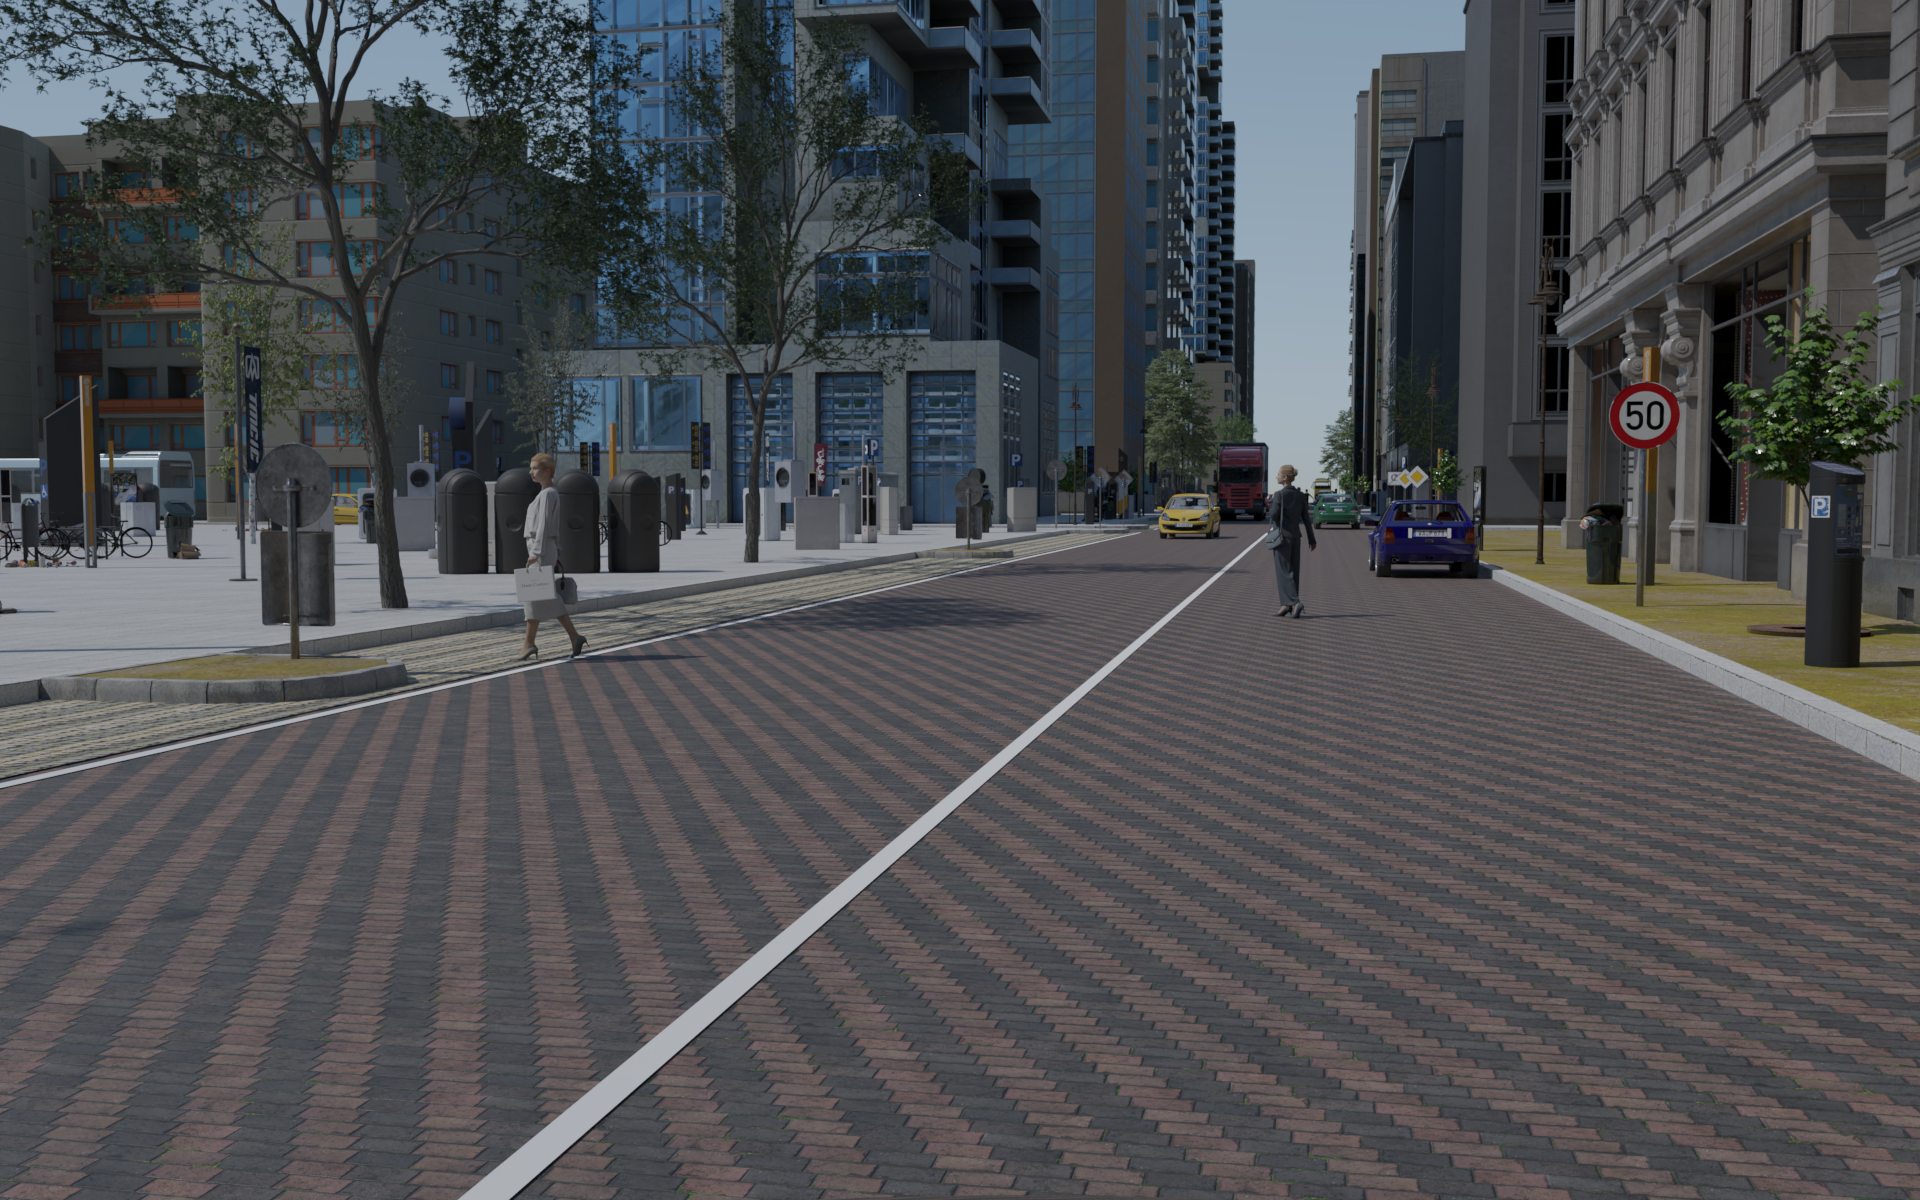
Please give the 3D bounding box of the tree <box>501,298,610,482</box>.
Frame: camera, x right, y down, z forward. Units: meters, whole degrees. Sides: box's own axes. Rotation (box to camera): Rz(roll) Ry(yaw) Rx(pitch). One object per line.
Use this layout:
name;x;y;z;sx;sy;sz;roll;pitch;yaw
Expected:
tree;-14.963;-6.916;63.433;4.360;8.622;3.978;0;3;0

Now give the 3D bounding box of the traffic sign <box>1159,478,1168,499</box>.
traffic sign;12.835;-6.555;109.303;0.606;2.300;0.079;1;4;19

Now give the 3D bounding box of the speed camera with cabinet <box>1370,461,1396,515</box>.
speed camera with cabinet;25.573;-6.751;104.720;0.660;3.252;2.038;-1;4;-16

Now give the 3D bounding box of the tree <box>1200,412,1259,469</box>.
tree;34.466;-17.957;219.347;9.928;11.665;9.643;0;3;0

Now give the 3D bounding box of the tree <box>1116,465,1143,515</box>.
tree;10.491;-6.775;105.371;1.663;3.219;1.824;0;3;0

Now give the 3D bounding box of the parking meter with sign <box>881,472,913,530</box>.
parking meter with sign;-2.521;-3.945;60.763;1.738;3.016;0.543;-2;4;-28

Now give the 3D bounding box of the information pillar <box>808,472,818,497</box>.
information pillar;-4.933;-3.282;58.153;0.304;2.012;0.304;0;4;-1

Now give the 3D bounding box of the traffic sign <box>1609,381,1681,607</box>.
traffic sign;7.760;-1.198;19.691;0.768;2.556;0.104;1;4;14

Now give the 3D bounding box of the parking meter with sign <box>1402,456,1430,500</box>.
parking meter with sign;21.477;-5.156;80.563;1.738;3.016;0.543;0;4;-2

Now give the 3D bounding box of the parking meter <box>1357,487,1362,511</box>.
parking meter;31.081;-7.897;134.823;0.399;1.863;0.255;1;4;17

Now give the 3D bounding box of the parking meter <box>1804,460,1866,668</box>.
parking meter;6.515;-0.274;12.896;0.372;1.533;0.369;0;3;0

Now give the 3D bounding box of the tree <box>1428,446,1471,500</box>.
tree;19.359;-4.520;68.507;1.663;3.219;1.824;0;3;0

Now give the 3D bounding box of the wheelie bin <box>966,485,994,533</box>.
wheelie bin;0.673;-3.019;57.273;0.980;1.594;0.693;-1;4;-20

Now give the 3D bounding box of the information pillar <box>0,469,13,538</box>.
information pillar;-27.669;-2.796;50.200;0.304;2.012;0.304;-2;4;-35

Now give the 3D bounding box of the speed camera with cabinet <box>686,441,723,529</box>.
speed camera with cabinet;-9.692;-4.303;64.685;0.660;3.252;2.038;-3;5;-43

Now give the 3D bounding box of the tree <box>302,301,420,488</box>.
tree;-22.310;-7.032;65.333;4.360;8.622;3.978;0;3;0

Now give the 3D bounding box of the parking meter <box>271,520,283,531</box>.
parking meter;-14.726;-1.937;37.389;0.255;1.863;0.399;-1;4;-15

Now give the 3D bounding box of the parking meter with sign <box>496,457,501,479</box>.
parking meter with sign;-20.942;-5.232;81.804;1.738;3.016;0.543;-2;4;-30

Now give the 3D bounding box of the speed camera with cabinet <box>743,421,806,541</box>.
speed camera with cabinet;-5.065;-3.228;47.108;2.038;3.252;0.660;3;5;44

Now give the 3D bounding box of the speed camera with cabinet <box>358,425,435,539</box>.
speed camera with cabinet;-16.077;-3.368;49.402;2.038;3.252;0.660;-1;4;-8

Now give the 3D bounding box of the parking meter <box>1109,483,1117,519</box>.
parking meter;7.852;-5.094;89.003;0.399;1.863;0.255;0;4;6

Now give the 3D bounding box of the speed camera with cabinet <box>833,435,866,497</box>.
speed camera with cabinet;-3.678;-3.918;58.401;0.660;3.252;2.038;-2;4;-25

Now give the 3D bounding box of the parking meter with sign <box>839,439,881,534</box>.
parking meter with sign;-3.472;-3.605;55.202;1.738;3.016;0.543;2;4;29

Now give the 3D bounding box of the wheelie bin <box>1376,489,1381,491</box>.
wheelie bin;26.242;-6.150;108.461;0.693;1.594;0.980;3;4;36

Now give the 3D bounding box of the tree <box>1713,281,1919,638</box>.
tree;7.796;-1.306;15.955;1.663;3.219;1.824;0;3;0

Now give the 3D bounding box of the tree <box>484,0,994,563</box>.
tree;-3.867;-5.958;31.828;8.767;10.594;7.601;-1;4;-12

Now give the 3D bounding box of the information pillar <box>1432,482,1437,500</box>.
information pillar;23.128;-4.873;84.160;0.304;2.012;0.304;-2;4;-26

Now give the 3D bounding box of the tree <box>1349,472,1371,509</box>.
tree;34.461;-9.420;148.623;1.663;3.219;1.824;0;3;0

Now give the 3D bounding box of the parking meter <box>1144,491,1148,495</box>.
parking meter;13.915;-7.426;129.825;0.372;1.533;0.369;0;3;0

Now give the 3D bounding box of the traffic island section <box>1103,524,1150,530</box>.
traffic island section;6.702;-2.990;71.164;2.009;0.180;2.903;1;4;11

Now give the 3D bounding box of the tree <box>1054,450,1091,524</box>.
tree;4.863;-4.903;74.773;1.663;3.219;1.824;0;3;0

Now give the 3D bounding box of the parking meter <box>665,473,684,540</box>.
parking meter;-8.022;-2.612;48.419;0.399;1.863;0.255;1;4;18

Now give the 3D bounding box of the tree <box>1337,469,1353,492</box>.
tree;50.705;-14.813;225.907;4.285;4.588;4.351;0;3;0

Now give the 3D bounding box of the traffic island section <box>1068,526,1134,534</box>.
traffic island section;5.105;-2.511;63.339;2.009;0.180;2.903;1;4;11

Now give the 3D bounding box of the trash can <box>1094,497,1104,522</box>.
trash can;6.188;-4.110;78.850;0.748;1.137;0.748;0;3;0

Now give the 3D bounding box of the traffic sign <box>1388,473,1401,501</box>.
traffic sign;20.303;-4.820;80.931;0.606;2.300;0.079;1;4;13

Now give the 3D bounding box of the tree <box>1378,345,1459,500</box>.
tree;22.946;-8.333;86.600;4.737;8.622;4.395;0;3;0

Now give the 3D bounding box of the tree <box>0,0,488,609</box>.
tree;-6.651;-5.196;19.371;7.601;10.594;8.767;2;4;30

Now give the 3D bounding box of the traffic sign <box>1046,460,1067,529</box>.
traffic sign;3.570;-3.920;64.196;0.768;2.556;0.104;1;4;14

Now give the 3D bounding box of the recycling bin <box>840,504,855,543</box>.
recycling bin;-3.223;-2.030;45.738;0.722;1.027;0.722;1;4;15

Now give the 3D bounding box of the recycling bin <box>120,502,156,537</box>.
recycling bin;-24.782;-2.427;52.235;0.722;1.027;0.722;2;4;34

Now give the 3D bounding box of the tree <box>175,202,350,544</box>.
tree;-18.119;-5.757;44.481;4.737;8.622;4.395;0;3;0

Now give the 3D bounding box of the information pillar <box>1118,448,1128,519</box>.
information pillar;8.228;-5.886;87.592;0.504;3.616;0.183;-1;4;-16

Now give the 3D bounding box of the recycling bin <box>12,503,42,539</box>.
recycling bin;-26.465;-2.250;49.341;0.722;1.027;0.722;0;4;2

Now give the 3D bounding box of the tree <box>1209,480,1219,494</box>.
tree;30.557;-12.802;203.905;1.663;3.219;1.824;0;3;0

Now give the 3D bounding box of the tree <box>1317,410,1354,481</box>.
tree;52.028;-19.260;233.019;7.486;12.596;7.792;0;3;0

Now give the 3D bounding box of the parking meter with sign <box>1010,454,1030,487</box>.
parking meter with sign;2.764;-4.837;75.343;0.543;3.016;1.738;2;4;24

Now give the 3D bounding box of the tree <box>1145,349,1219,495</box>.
tree;16.372;-13.318;135.877;7.486;12.596;7.792;0;3;0

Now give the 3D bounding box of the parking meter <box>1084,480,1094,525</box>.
parking meter;5.415;-4.089;72.569;0.399;1.863;0.255;0;4;-4

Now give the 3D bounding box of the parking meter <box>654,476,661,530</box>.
parking meter;-9.863;-3.072;55.933;0.399;1.863;0.255;-1;4;-14

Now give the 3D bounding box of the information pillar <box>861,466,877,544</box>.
information pillar;-2.358;-2.480;45.046;0.304;2.012;0.304;-3;4;-37

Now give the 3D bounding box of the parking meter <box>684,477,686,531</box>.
parking meter;-9.669;-3.302;59.705;0.399;1.863;0.255;-2;4;-24
